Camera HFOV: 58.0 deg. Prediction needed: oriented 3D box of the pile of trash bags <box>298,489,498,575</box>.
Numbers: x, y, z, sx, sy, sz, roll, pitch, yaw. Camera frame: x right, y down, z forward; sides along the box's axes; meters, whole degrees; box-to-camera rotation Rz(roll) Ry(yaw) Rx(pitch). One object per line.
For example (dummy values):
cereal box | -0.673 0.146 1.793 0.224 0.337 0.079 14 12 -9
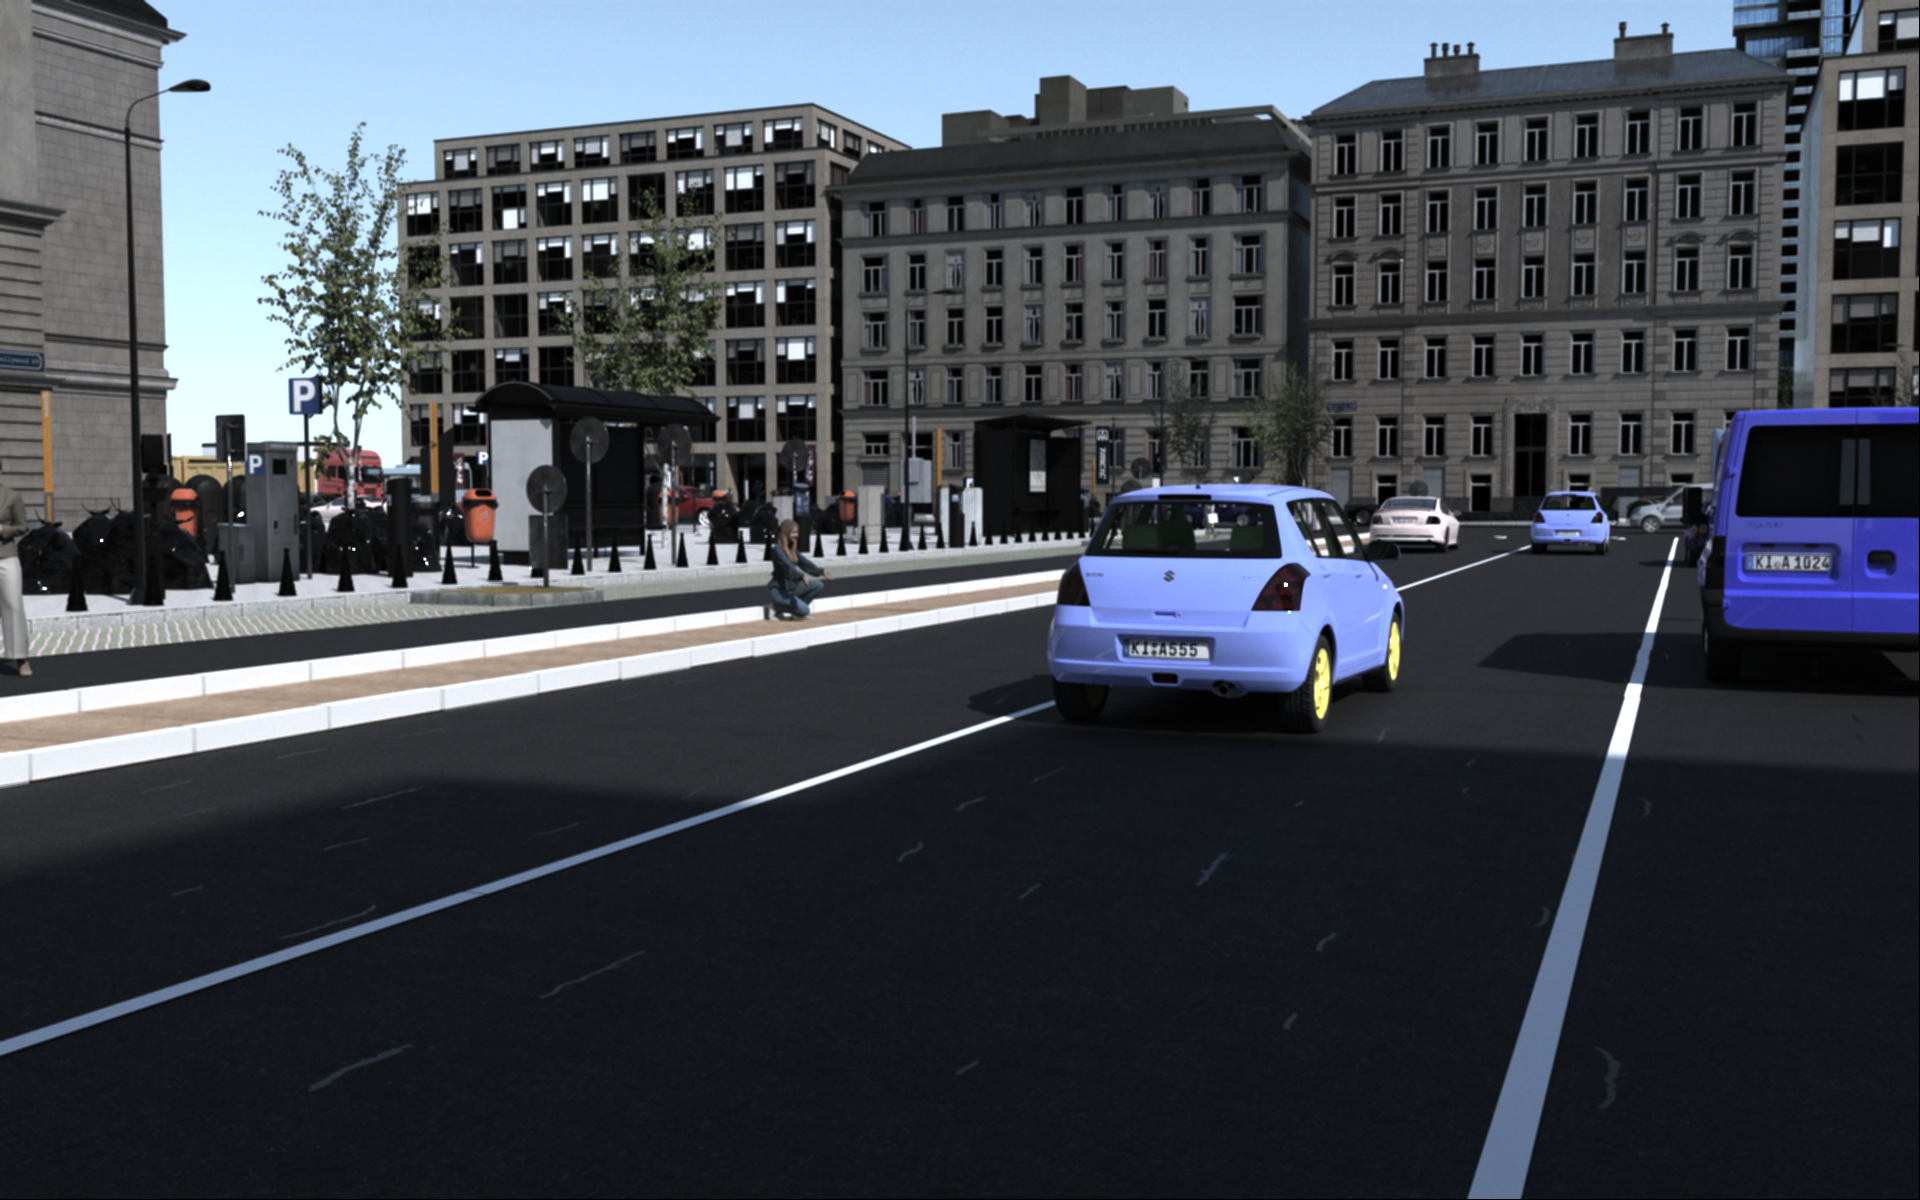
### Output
pile of trash bags | -9.320 -1.171 28.905 3.447 1.369 1.912 -3 5 -43

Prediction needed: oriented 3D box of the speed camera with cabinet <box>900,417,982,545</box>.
speed camera with cabinet | -0.472 -3.051 44.219 2.038 3.252 0.660 1 4 18

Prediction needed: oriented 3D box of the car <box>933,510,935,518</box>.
car | 1.096 -4.379 80.388 4.718 1.807 1.959 2 4 23

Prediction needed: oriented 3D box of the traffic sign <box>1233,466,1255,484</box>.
traffic sign | 10.098 -3.546 61.613 0.795 2.450 0.064 1 4 23

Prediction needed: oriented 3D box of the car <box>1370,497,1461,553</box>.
car | 11.535 -1.924 43.811 2.083 1.381 4.827 1 4 22

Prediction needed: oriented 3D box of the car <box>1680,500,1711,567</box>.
car | 15.568 -1.365 34.897 1.945 1.354 3.894 1 4 21

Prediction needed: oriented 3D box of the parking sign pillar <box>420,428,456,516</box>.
parking sign pillar | -21.218 -5.011 70.403 1.447 3.967 1.447 0 4 -3

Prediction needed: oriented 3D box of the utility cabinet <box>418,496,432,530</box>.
utility cabinet | -19.188 -3.141 62.509 0.306 1.237 1.020 0 4 8

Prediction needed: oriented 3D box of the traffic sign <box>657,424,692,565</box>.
traffic sign | -5.196 -1.913 31.385 0.768 2.556 0.104 2 4 27

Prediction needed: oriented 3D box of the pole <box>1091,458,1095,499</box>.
pole | 7.620 -6.433 99.026 0.158 3.312 0.155 0 3 0

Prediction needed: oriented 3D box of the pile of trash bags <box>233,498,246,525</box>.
pile of trash bags | -13.653 -1.319 31.320 1.912 1.369 3.447 -1 4 -12

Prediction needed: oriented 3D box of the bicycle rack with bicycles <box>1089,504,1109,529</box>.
bicycle rack with bicycles | 5.062 -3.002 62.463 2.852 0.926 2.925 2 4 35

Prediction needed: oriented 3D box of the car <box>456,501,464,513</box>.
car | -26.391 -5.306 95.797 4.494 1.783 2.155 1 4 22

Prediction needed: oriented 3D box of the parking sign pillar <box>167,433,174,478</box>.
parking sign pillar | -35.306 -5.361 76.127 1.447 3.967 1.447 -1 4 -12

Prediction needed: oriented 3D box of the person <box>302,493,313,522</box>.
person | -33.513 -4.896 88.528 0.713 1.824 0.794 1 4 18

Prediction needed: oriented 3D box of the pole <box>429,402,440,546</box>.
pole | -11.694 -2.734 38.549 0.158 3.312 0.155 0 3 0

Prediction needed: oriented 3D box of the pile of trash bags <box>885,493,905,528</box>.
pile of trash bags | -3.483 -3.506 67.076 1.912 1.369 3.447 -3 5 -44

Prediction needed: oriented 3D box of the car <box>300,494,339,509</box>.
car | -33.223 -4.809 90.427 4.920 1.459 2.131 1 4 23

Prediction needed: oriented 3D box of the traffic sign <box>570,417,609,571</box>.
traffic sign | -6.149 -1.747 28.666 0.768 2.556 0.104 2 4 23

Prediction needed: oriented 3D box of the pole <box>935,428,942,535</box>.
pole | -0.672 -3.659 53.662 0.158 3.312 0.155 0 3 0

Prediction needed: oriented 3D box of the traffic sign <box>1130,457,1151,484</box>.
traffic sign | 6.275 -3.682 60.309 0.768 2.556 0.104 2 4 27

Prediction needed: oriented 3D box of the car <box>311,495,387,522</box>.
car | -28.697 -4.253 81.895 4.827 1.381 2.083 1 4 22

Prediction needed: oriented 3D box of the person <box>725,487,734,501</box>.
person | -10.522 -4.325 79.609 0.661 1.777 0.834 3 4 39

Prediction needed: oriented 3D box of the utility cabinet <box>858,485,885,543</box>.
utility cabinet | -2.308 -2.214 44.873 0.318 1.500 1.173 1 4 19

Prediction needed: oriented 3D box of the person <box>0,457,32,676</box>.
person | -7.577 -0.275 13.550 0.519 1.759 0.362 -1 4 -17

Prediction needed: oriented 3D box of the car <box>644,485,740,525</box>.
car | -12.186 -4.161 76.709 5.304 1.827 2.281 2 4 24

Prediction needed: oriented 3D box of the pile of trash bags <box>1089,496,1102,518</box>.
pile of trash bags | 6.618 -5.190 94.601 1.912 1.369 3.447 0 4 -6

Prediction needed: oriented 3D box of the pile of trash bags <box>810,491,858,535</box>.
pile of trash bags | -4.306 -2.765 54.960 1.912 1.369 3.447 -2 4 -35

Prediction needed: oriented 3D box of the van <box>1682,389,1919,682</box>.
van | 7.243 -0.617 14.471 2.240 2.365 5.245 1 4 23

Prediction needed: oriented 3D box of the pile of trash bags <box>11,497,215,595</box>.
pile of trash bags | -11.325 -0.762 22.210 1.912 1.369 3.447 1 4 12

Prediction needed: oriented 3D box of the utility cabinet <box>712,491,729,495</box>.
utility cabinet | -15.362 -6.286 111.456 1.173 1.500 0.318 -3 4 -36

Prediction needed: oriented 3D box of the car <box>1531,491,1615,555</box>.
car | 14.875 -1.990 42.125 1.945 1.707 3.694 1 4 22

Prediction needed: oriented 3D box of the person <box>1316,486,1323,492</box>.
person | 13.357 -3.380 64.425 0.621 1.740 0.551 2 4 29

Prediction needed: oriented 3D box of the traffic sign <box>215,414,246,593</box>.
traffic sign | -9.417 -1.237 22.362 0.606 2.300 0.079 2 4 32

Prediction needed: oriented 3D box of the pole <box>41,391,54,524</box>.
pole | -18.066 -2.475 34.306 0.158 3.312 0.155 0 3 0

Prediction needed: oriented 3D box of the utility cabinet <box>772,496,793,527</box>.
utility cabinet | -5.234 -2.448 51.181 0.306 1.237 1.020 1 4 15

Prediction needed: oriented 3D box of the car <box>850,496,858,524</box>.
car | -4.020 -3.955 77.250 3.894 1.354 1.945 1 4 23

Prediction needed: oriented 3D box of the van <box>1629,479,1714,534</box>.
van | 26.410 -3.403 62.658 4.112 2.044 2.013 1 4 23

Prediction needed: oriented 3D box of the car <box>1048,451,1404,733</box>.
car | 1.957 -0.140 11.878 1.945 1.707 3.694 2 4 24

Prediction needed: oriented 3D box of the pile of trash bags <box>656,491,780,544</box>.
pile of trash bags | -6.268 -2.171 45.246 3.447 1.369 1.912 1 4 10

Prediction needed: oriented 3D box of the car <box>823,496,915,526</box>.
car | -3.978 -3.787 74.490 3.894 1.354 1.945 2 4 24

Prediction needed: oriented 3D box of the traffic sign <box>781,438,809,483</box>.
traffic sign | -3.789 -2.420 39.666 0.768 2.556 0.104 2 4 29

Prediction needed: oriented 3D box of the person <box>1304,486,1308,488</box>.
person | 15.714 -4.303 79.028 0.511 1.800 0.466 0 4 7

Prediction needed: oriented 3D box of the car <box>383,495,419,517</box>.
car | -32.809 -5.334 99.210 4.499 1.417 2.014 2 4 24

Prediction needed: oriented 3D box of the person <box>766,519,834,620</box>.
person | -1.787 -0.345 19.633 0.738 1.151 1.012 2 4 24

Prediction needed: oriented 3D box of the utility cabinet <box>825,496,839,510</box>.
utility cabinet | -4.301 -2.939 59.215 0.306 1.237 1.020 -2 4 -24
